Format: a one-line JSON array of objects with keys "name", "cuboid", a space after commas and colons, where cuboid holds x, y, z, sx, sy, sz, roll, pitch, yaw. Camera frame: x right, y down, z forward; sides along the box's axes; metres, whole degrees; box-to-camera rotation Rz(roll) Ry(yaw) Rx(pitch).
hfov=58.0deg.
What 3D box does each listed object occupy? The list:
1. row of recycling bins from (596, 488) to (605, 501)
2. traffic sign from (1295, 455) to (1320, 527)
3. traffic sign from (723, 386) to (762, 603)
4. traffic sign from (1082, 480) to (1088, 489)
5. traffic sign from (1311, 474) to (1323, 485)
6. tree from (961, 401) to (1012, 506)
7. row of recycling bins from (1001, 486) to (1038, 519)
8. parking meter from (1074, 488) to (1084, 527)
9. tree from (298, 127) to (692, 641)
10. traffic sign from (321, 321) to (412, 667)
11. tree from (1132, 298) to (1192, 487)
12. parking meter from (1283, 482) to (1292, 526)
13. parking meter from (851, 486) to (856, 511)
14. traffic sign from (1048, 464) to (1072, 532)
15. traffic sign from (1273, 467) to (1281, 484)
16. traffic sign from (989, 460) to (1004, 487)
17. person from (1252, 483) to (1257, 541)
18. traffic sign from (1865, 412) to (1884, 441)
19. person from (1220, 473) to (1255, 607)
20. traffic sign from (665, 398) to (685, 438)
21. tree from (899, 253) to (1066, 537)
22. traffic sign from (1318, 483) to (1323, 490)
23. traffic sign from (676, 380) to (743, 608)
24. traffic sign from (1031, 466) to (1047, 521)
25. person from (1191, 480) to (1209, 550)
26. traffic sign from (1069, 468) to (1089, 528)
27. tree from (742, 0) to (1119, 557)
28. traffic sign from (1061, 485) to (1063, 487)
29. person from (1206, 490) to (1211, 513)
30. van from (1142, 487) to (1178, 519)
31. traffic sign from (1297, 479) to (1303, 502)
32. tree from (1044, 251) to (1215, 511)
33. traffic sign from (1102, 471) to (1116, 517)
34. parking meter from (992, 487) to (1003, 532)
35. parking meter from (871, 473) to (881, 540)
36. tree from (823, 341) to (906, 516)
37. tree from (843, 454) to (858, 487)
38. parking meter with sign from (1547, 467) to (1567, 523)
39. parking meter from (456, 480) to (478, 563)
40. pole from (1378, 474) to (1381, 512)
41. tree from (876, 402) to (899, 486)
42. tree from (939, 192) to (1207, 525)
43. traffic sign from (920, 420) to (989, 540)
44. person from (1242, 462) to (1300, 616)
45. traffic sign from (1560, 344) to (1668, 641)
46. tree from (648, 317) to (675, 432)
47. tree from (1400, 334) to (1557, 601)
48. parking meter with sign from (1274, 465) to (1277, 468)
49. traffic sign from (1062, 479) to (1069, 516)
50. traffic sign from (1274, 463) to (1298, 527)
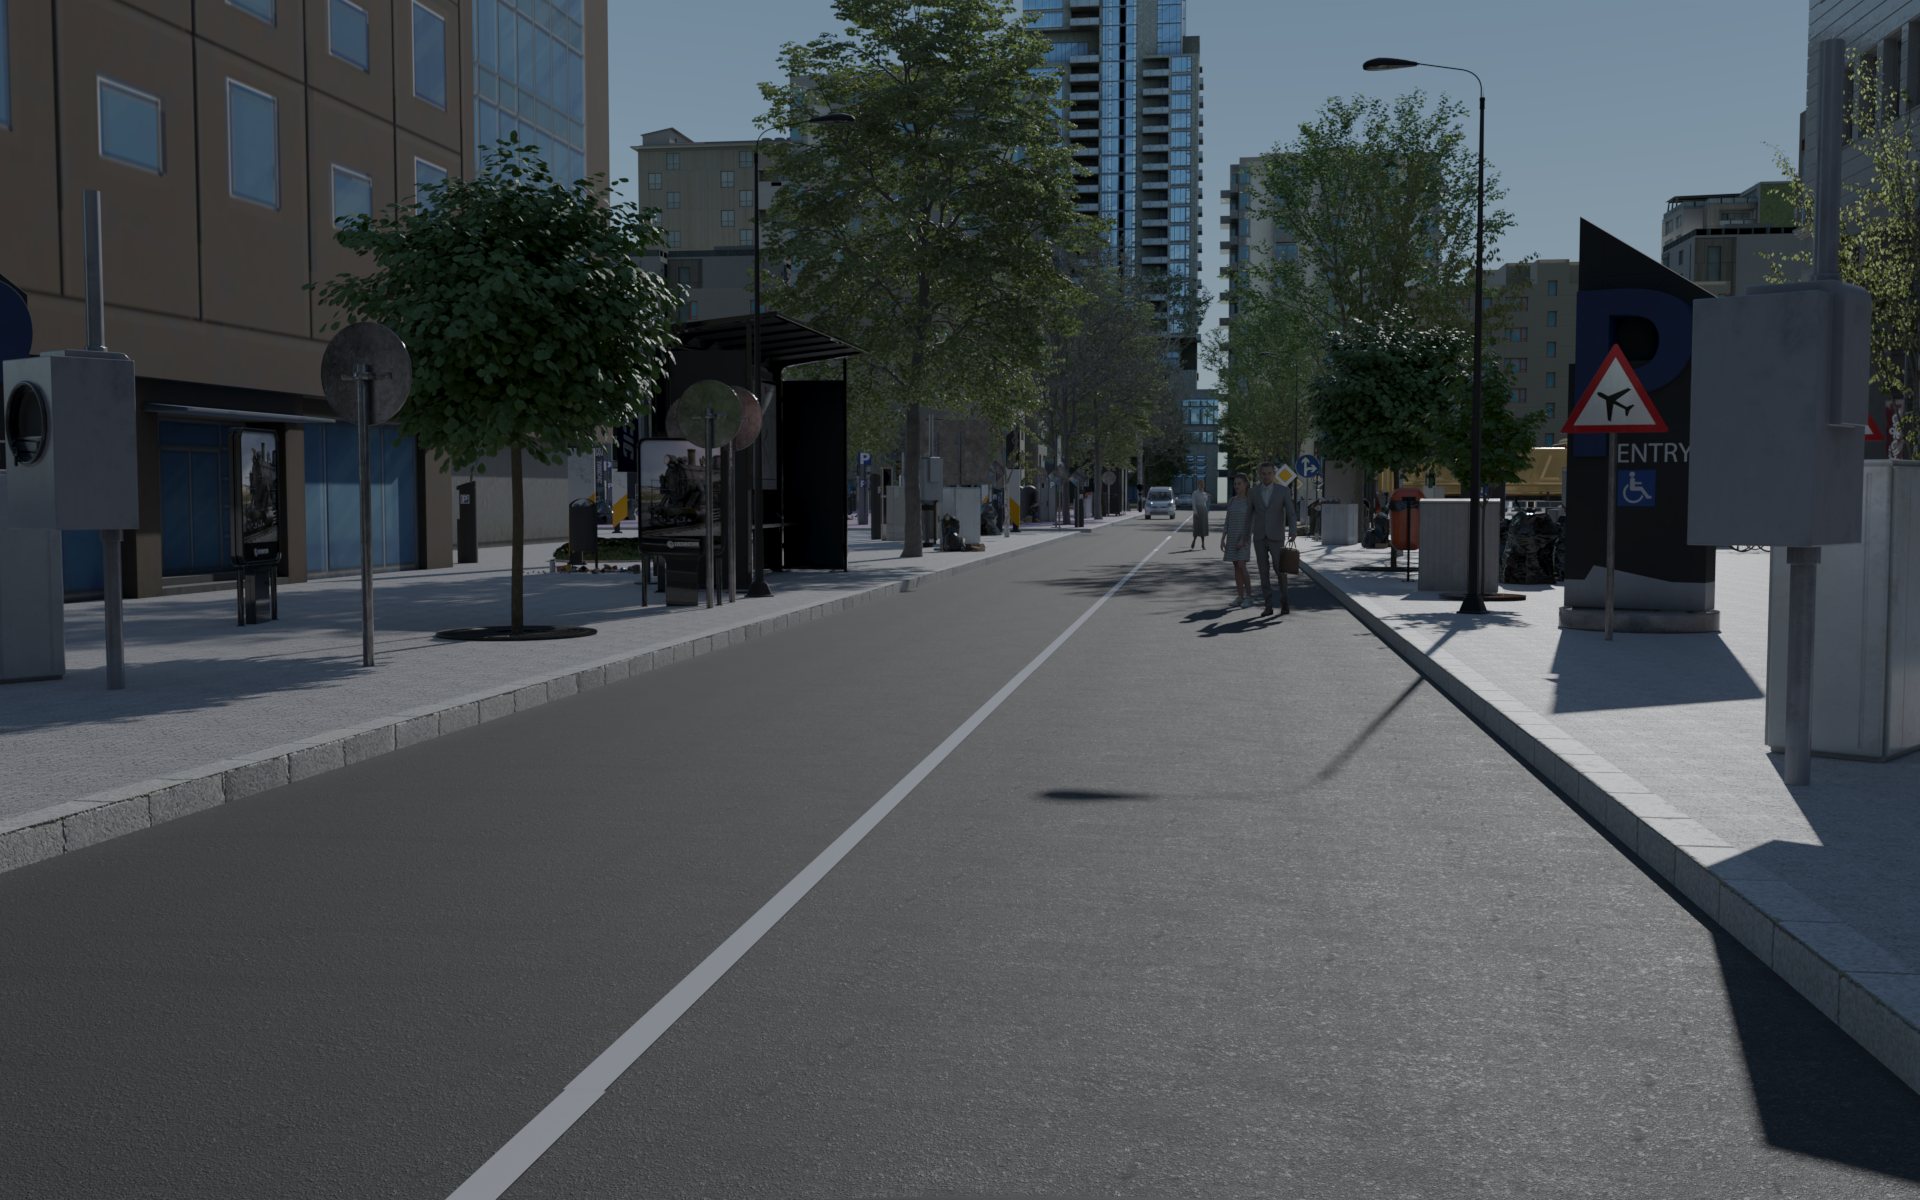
[{"name": "row of recycling bins", "cuboid": [-23.741, -6.303, 110.168, 3.534, 1.692, 1.069, 1, 4, 19]}, {"name": "traffic sign", "cuboid": [11.213, -3.415, 55.937, 0.768, 2.556, 0.104, 1, 4, 12]}, {"name": "traffic sign", "cuboid": [-2.699, -1.243, 20.432, 0.768, 2.556, 0.104, 1, 4, 16]}, {"name": "traffic sign", "cuboid": [6.651, -5.617, 93.967, 0.606, 2.300, 0.079, 1, 4, 15]}, {"name": "traffic sign", "cuboid": [20.793, -6.161, 100.832, 0.768, 2.556, 0.104, 1, 4, 9]}, {"name": "tree", "cuboid": [2.022, -10.893, 128.459, 4.737, 8.622, 4.395, 0, 3, 0]}, {"name": "row of recycling bins", "cuboid": [3.169, -4.769, 85.086, 1.069, 1.692, 3.534, -3, 5, -41]}, {"name": "parking meter", "cuboid": [4.608, -3.575, 66.870, 0.372, 1.533, 0.369, 0, 3, 0]}, {"name": "tree", "cuboid": [-4.111, -1.952, 15.626, 4.285, 4.588, 4.351, 0, 3, 0]}, {"name": "traffic sign", "cuboid": [-4.403, -0.777, 12.818, 0.768, 2.556, 0.104, 1, 4, 16]}, {"name": "tree", "cuboid": [6.728, -10.274, 86.104, 7.486, 12.596, 7.792, 0, 3, 0]}, {"name": "parking meter", "cuboid": [13.011, -3.870, 68.993, 0.399, 1.863, 0.255, -3, 5, -45]}, {"name": "parking meter", "cuboid": [-7.918, -7.512, 128.538, 0.255, 1.863, 0.399, -3, 4, -38]}, {"name": "traffic sign", "cuboid": [3.336, -3.317, 57.867, 0.795, 2.450, 0.064, 1, 4, 8]}, {"name": "traffic sign", "cuboid": [11.812, -3.733, 64.675, 0.795, 2.450, 0.064, 1, 4, 8]}, {"name": "traffic sign", "cuboid": [1.191, -3.511, 58.598, 0.795, 2.450, 0.064, 1, 4, 15]}, {"name": "person", "cuboid": [9.039, -2.692, 52.850, 0.599, 1.781, 0.374, -2, 4, -30]}, {"name": "traffic sign", "cuboid": [8.844, -1.072, 17.536, 0.884, 2.594, 0.081, 1, 4, 16]}, {"name": "person", "cuboid": [3.596, -0.775, 22.174, 0.512, 1.701, 0.522, 3, 5, 44]}, {"name": "traffic sign", "cuboid": [-3.381, -1.340, 22.022, 0.768, 2.556, 0.104, 1, 4, 9]}, {"name": "tree", "cuboid": [1.245, -6.142, 50.789, 4.360, 8.622, 3.978, 0, 3, 0]}, {"name": "traffic sign", "cuboid": [22.103, -6.460, 106.812, 0.795, 2.450, 0.064, 1, 4, 14]}, {"name": "traffic sign", "cuboid": [-2.810, -1.179, 19.380, 0.768, 2.556, 0.104, 1, 4, 9]}, {"name": "traffic sign", "cuboid": [3.607, -4.842, 79.279, 0.768, 2.556, 0.104, 1, 4, 15]}, {"name": "person", "cuboid": [6.156, -2.198, 44.658, 0.478, 1.798, 0.641, -1, 4, -16]}, {"name": "traffic sign", "cuboid": [4.499, -3.800, 65.768, 0.795, 2.450, 0.064, 1, 4, 8]}, {"name": "tree", "cuboid": [-0.553, -7.153, 35.084, 7.486, 12.596, 7.792, 0, 3, 0]}, {"name": "traffic sign", "cuboid": [5.579, -5.805, 97.040, 0.606, 2.300, 0.079, 1, 4, 10]}, {"name": "person", "cuboid": [18.509, -7.335, 129.269, 0.563, 1.720, 0.643, 3, 5, 43]}, {"name": "van", "cuboid": [11.461, -5.633, 99.103, 2.013, 2.044, 4.112, 1, 4, 9]}, {"name": "traffic sign", "cuboid": [25.496, -7.926, 130.767, 0.795, 2.450, 0.064, 1, 4, 9]}, {"name": "tree", "cuboid": [12.854, -16.994, 133.740, 12.611, 20.169, 13.585, 0, 3, 0]}, {"name": "traffic sign", "cuboid": [8.259, -5.876, 96.171, 0.768, 2.556, 0.104, 1, 4, 13]}, {"name": "parking meter", "cuboid": [1.249, -3.046, 58.207, 0.372, 1.533, 0.369, 0, 3, 0]}, {"name": "parking meter", "cuboid": [-2.296, -2.641, 48.894, 0.399, 1.863, 0.255, -2, 4, -32]}, {"name": "tree", "cuboid": [-5.503, -7.994, 81.072, 4.737, 8.622, 4.395, 0, 3, 0]}, {"name": "tree", "cuboid": [-9.604, -11.581, 139.716, 4.360, 8.622, 3.978, 0, 3, 0]}, {"name": "parking meter with sign", "cuboid": [17.478, -3.234, 49.139, 0.543, 3.016, 1.738, -2, 4, -32]}, {"name": "parking meter", "cuboid": [-9.162, -1.455, 32.200, 0.372, 1.533, 0.369, 0, 3, 0]}, {"name": "pole", "cuboid": [25.888, -6.912, 106.856, 0.158, 3.312, 0.155, 0, 3, 0]}, {"name": "tree", "cuboid": [-4.234, -10.644, 124.397, 4.360, 8.622, 3.978, 0, 3, 0]}, {"name": "tree", "cuboid": [4.295, -9.856, 71.511, 12.009, 13.543, 11.850, 0, 3, 0]}, {"name": "traffic sign", "cuboid": [-0.326, -3.290, 47.670, 2.265, 3.308, 0.079, 1, 4, 14]}, {"name": "person", "cuboid": [3.674, -0.725, 20.468, 0.709, 1.813, 0.853, 1, 4, 19]}, {"name": "traffic sign", "cuboid": [5.685, -0.923, 15.101, 0.884, 2.594, 0.081, 1, 4, 13]}, {"name": "tree", "cuboid": [-11.480, -7.414, 71.583, 4.360, 8.622, 3.978, 0, 3, 0]}, {"name": "tree", "cuboid": [6.435, -1.613, 20.969, 1.663, 3.219, 1.824, 0, 3, 0]}, {"name": "parking meter with sign", "cuboid": [18.827, -6.577, 103.795, 0.543, 3.016, 1.738, 0, 4, 4]}, {"name": "traffic sign", "cuboid": [6.129, -6.307, 103.223, 0.768, 2.556, 0.104, 1, 4, 12]}, {"name": "traffic sign", "cuboid": [10.649, -3.250, 56.775, 0.795, 2.450, 0.064, 1, 4, 8]}]
